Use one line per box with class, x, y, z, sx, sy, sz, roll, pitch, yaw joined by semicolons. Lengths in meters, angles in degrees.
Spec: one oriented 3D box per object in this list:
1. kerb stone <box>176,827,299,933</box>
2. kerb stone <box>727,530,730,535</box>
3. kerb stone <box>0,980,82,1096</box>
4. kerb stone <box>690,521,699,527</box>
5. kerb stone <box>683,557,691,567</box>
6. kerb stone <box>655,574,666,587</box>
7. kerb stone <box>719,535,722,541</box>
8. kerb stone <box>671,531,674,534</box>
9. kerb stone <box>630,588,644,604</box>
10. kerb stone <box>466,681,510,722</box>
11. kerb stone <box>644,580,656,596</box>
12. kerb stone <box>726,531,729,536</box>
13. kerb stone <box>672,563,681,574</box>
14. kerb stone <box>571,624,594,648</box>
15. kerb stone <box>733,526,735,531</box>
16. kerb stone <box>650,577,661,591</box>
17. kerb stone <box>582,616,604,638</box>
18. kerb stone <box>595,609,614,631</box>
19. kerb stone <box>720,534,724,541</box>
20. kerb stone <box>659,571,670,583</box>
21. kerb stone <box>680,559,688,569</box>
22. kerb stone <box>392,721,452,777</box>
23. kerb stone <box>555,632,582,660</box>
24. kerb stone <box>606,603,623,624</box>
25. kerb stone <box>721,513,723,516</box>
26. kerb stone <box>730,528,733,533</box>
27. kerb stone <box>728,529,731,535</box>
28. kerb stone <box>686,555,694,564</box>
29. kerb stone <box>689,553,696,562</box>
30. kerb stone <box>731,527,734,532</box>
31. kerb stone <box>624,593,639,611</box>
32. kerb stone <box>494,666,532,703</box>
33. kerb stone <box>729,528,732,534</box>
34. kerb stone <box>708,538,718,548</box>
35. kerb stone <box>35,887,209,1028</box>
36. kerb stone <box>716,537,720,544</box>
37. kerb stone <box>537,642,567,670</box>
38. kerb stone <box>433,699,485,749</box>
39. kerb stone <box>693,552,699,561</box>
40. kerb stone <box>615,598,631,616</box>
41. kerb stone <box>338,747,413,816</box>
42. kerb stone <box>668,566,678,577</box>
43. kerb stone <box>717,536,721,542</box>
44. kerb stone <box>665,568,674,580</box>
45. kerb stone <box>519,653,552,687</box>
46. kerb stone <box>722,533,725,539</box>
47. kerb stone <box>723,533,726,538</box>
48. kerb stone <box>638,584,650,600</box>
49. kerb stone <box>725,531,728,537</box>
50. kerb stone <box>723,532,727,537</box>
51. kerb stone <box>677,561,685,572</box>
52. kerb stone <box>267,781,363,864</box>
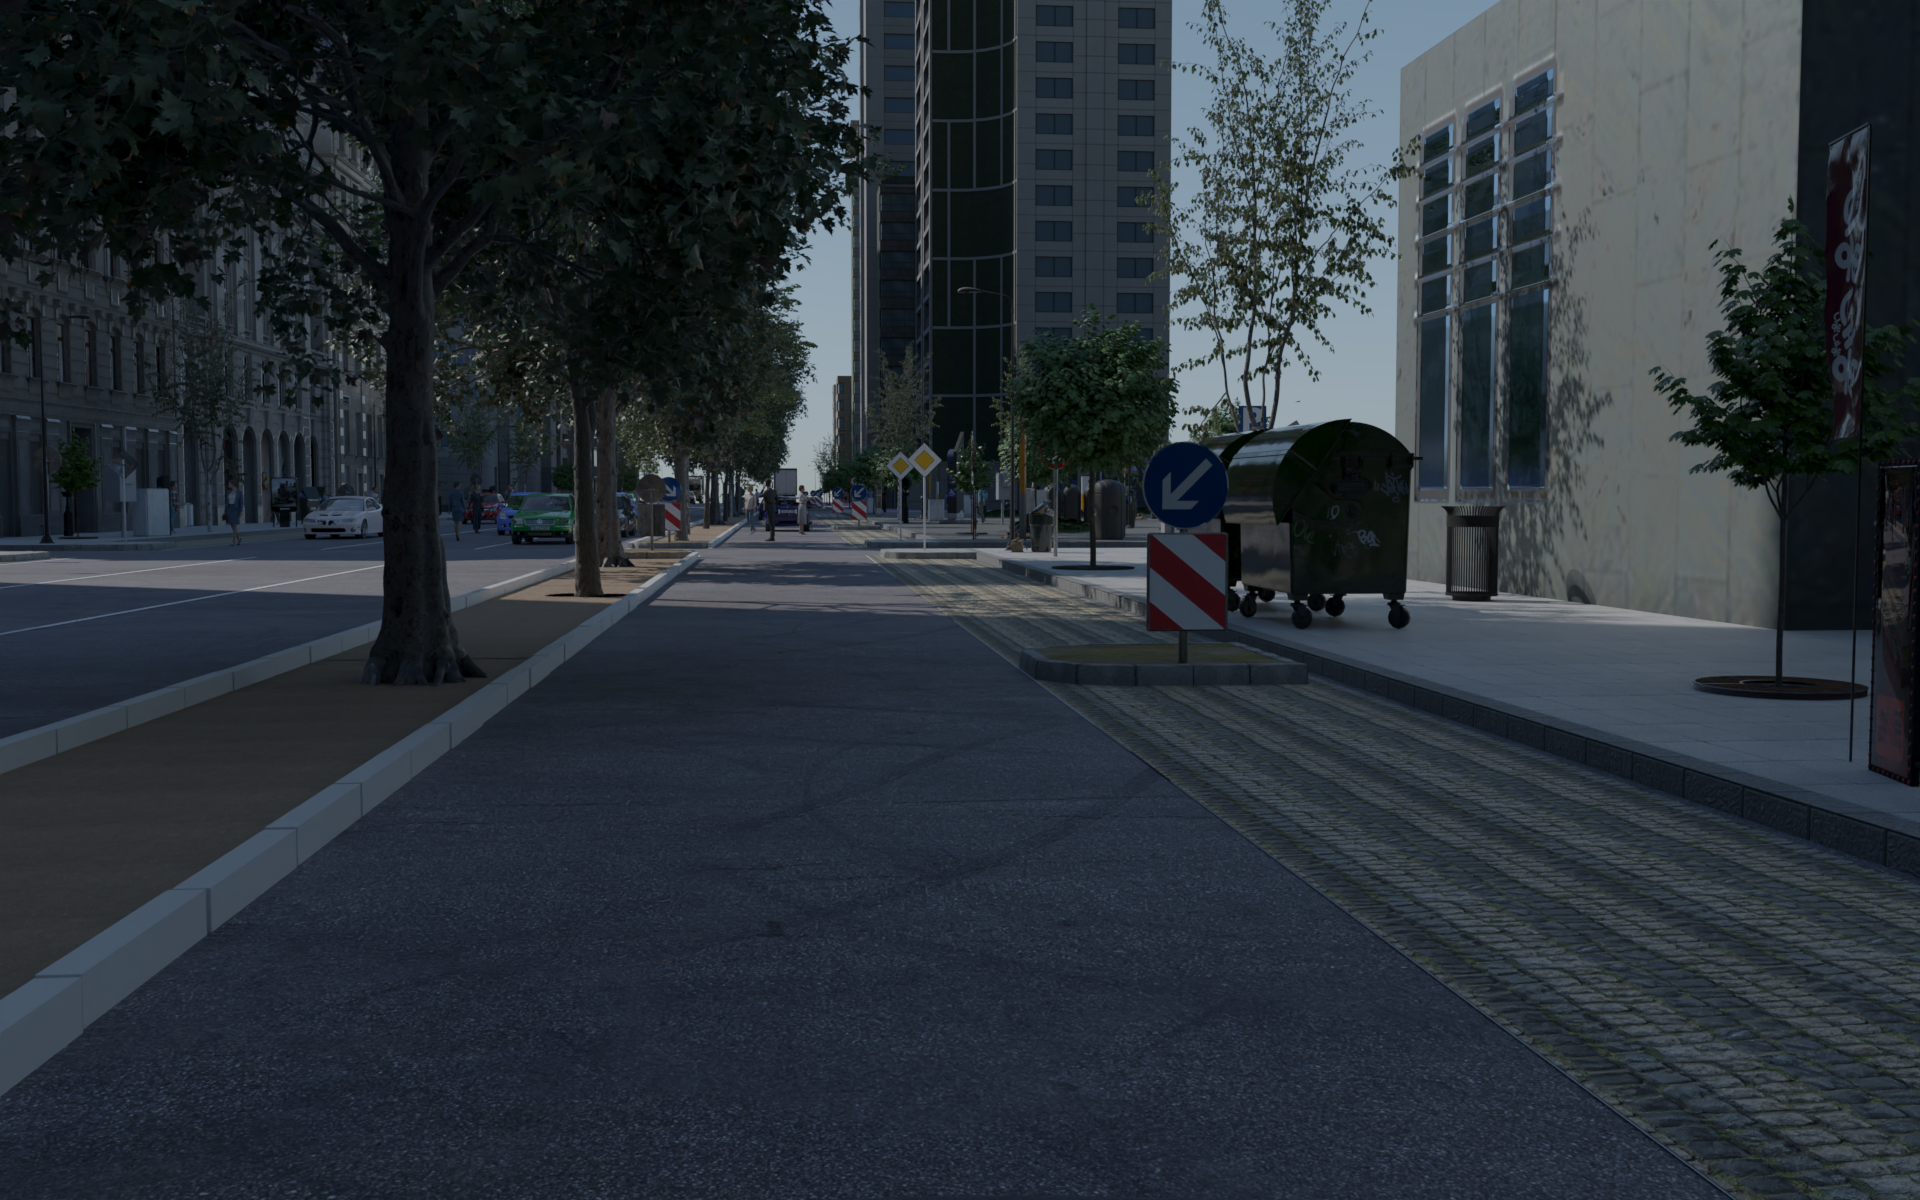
kerb stone;-2.556;0.985;6.146;0.120;0.150;1.000;0;4;-6
kerb stone;-7.830;-2.173;57.724;0.120;0.150;1.000;0;4;-6
kerb stone;-2.341;1.107;4.098;0.120;0.150;1.000;0;4;-6
kerb stone;-12.099;-3.467;78.882;0.120;0.150;1.000;0;4;-6
kerb stone;-5.374;-0.703;33.681;0.120;0.150;1.000;0;4;-6
kerb stone;-4.648;-0.267;26.557;0.120;0.150;1.000;0;4;-6
kerb stone;-7.098;-1.736;50.603;0.120;0.150;1.000;0;4;-6
kerb stone;-10.330;-2.407;61.554;0.120;0.150;1.000;0;4;-6
kerb stone;-4.232;-0.016;22.457;0.120;0.150;1.000;0;4;-6
kerb stone;-3.084;0.675;11.252;0.120;0.150;1.000;0;4;-6
kerb stone;-4.430;-0.141;24.500;0.120;0.150;1.000;0;4;-6
kerb stone;-7.733;-2.111;56.706;0.120;0.150;1.000;0;4;-6
kerb stone;-5.071;-0.515;30.629;0.120;0.150;1.000;0;4;-6
kerb stone;-3.599;0.364;16.351;0.120;0.150;1.000;0;4;-6
kerb stone;-8.457;-2.544;63.847;0.120;0.150;1.000;0;4;-6
kerb stone;-4.543;-0.204;25.527;0.120;0.150;1.000;0;4;-6
kerb stone;-3.708;0.296;17.371;0.120;0.150;1.000;0;4;-6
kerb stone;-3.809;0.235;18.388;0.120;0.150;1.000;0;4;-6
kerb stone;-7.200;-1.800;51.621;0.120;0.150;1.000;0;4;-6
kerb stone;-4.751;-0.329;27.574;0.120;0.150;1.000;0;4;-6
kerb stone;-5.263;-0.635;32.665;0.120;0.150;1.000;0;4;-6
kerb stone;-2.872;0.796;9.210;0.120;0.150;1.000;0;4;-6
kerb stone;-3.494;0.420;15.334;0.120;0.150;1.000;0;4;-6
kerb stone;-3.908;0.173;19.406;0.120;0.150;1.000;0;4;-6
kerb stone;-16.266;-5.961;119.661;0.120;0.150;1.000;0;4;-6
kerb stone;-8.142;-2.359;60.786;0.120;0.150;1.000;0;4;-6
kerb stone;-7.928;-2.236;58.752;0.120;0.150;1.000;0;4;-6
kerb stone;-5.474;-0.760;34.699;0.120;0.150;1.000;0;4;-6
kerb stone;-5.582;-0.827;35.715;0.120;0.150;1.000;0;4;-6
kerb stone;-8.238;-2.421;61.811;0.120;0.150;1.000;0;4;-6
kerb stone;-4.108;0.053;21.443;0.120;0.150;1.000;0;4;-6
kerb stone;-3.188;0.610;12.274;0.120;0.150;1.000;0;4;-6
kerb stone;-8.041;-2.298;59.769;0.120;0.150;1.000;0;4;-6
kerb stone;-6.798;-1.550;47.551;0.120;0.150;1.000;0;4;-6
kerb stone;-2.456;1.044;5.121;0.120;0.150;1.000;0;4;-6
kerb stone;-6.887;-1.613;48.570;0.120;0.150;1.000;0;4;-6
kerb stone;-3.397;0.483;14.314;0.120;0.150;1.000;0;4;-6
kerb stone;-2.967;0.732;10.228;0.120;0.150;1.000;0;4;-6
kerb stone;-5.685;-0.890;36.743;0.120;0.150;1.000;0;4;-6
kerb stone;-4.017;0.108;20.424;0.120;0.150;1.000;0;4;-6
kerb stone;-2.768;0.856;8.193;0.120;0.150;1.000;0;4;-6
kerb stone;-4.959;-0.450;29.613;0.120;0.150;1.000;0;4;-6
kerb stone;-7.002;-1.675;49.585;0.120;0.150;1.000;0;4;-6
kerb stone;-4.852;-0.390;28.595;0.120;0.150;1.000;0;4;-6
kerb stone;-3.280;0.548;13.293;0.120;0.150;1.000;0;4;-6
kerb stone;-7.309;-1.862;52.641;0.120;0.150;1.000;0;4;-6
kerb stone;-7.410;-1.924;53.657;0.120;0.150;1.000;0;4;-6
kerb stone;-4.330;-0.078;23.476;0.120;0.150;1.000;0;4;-6
kerb stone;-7.621;-2.049;55.690;0.120;0.150;1.000;0;4;-6
kerb stone;-7.517;-1.982;54.674;0.120;0.150;1.000;0;4;-6
kerb stone;-5.162;-0.578;31.647;0.120;0.150;1.000;0;4;-6
kerb stone;-2.664;0.919;7.167;0.120;0.150;1.000;0;4;-6
